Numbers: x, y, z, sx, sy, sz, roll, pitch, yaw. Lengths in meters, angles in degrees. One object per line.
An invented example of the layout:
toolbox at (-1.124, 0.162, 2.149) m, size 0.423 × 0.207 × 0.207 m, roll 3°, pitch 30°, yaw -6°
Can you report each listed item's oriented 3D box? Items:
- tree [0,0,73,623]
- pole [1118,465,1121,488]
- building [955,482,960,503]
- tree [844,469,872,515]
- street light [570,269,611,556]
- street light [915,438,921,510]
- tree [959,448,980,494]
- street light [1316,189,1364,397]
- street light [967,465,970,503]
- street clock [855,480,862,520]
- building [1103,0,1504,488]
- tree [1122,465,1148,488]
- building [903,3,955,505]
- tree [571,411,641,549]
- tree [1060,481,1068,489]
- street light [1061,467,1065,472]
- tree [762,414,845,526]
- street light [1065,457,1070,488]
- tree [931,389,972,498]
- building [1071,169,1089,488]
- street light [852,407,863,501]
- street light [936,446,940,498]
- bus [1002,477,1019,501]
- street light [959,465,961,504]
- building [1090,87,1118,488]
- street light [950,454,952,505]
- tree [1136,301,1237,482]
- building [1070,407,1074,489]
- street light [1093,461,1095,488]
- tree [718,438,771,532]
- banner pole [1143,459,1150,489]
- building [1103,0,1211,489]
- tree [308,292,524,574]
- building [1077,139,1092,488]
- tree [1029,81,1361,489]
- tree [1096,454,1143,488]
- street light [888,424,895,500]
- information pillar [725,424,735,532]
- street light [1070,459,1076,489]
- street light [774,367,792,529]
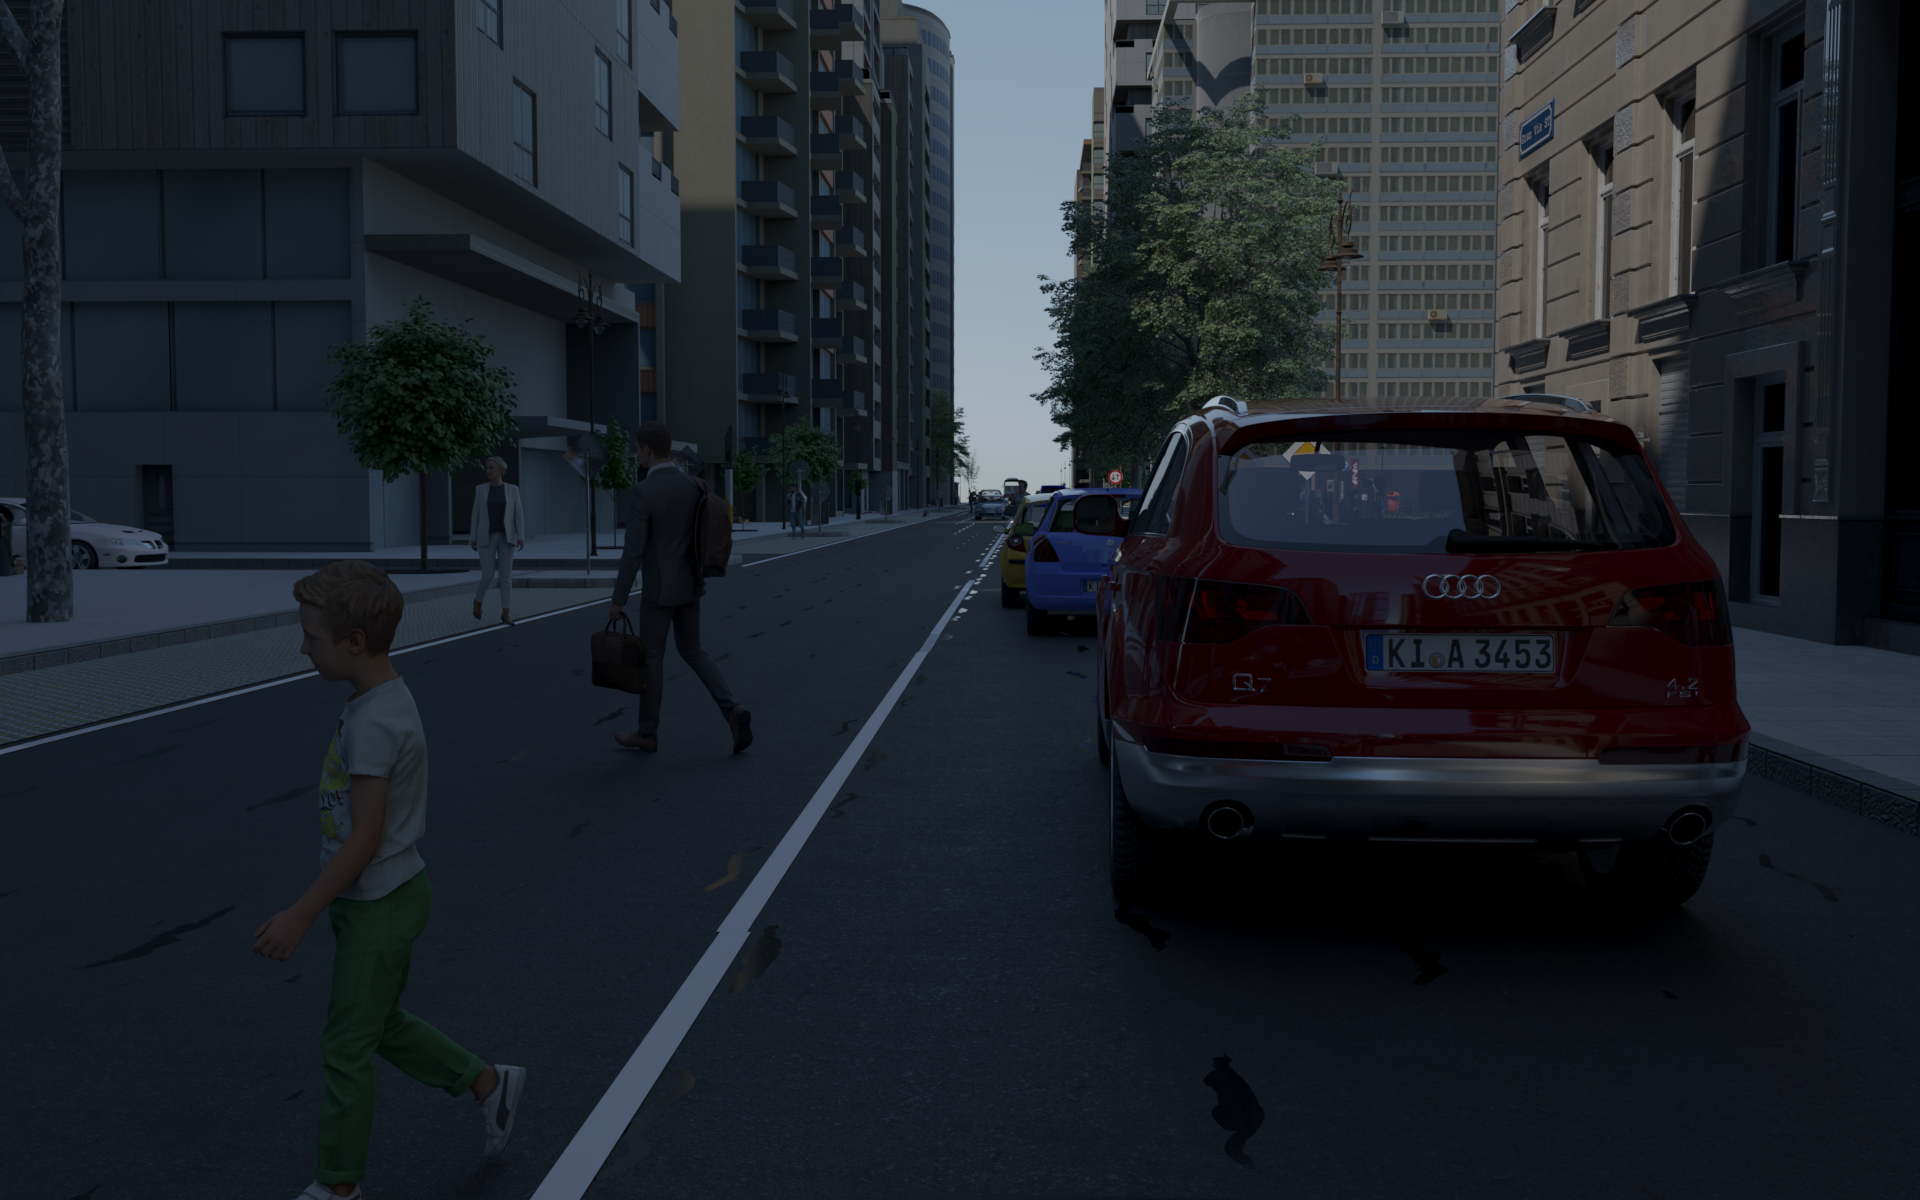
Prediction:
tree at (-10.189, -9.912, 17.954) m, size 12.611 × 20.169 × 13.585 m, roll 0°, pitch 3°, yaw 0°
pole at (9.852, -6.915, 106.897) m, size 0.158 × 3.312 × 0.155 m, roll 0°, pitch 3°, yaw 0°
building at (-16.413, -34.117, 249.700) m, size 32.217 × 40.220 × 23.993 m, roll 0°, pitch 4°, yaw 2°
tree at (-6.566, -6.980, 108.729) m, size 1.663 × 3.219 × 1.824 m, roll 0°, pitch 3°, yaw 0°
street light at (-7.601, -3.852, 35.776) m, size 0.468 × 5.910 × 1.993 m, roll 0°, pitch 4°, yaw 2°
street light at (-3.414, -10.219, 139.873) m, size 0.468 × 5.910 × 1.993 m, roll 0°, pitch 4°, yaw 2°
tree at (1.471, -19.379, 267.203) m, size 4.360 × 8.622 × 3.978 m, roll 0°, pitch 3°, yaw 0°
street light at (5.815, -3.294, 26.645) m, size 0.468 × 5.910 × 1.993 m, roll 0°, pitch 4°, yaw 2°
street light at (1.274, -16.964, 250.155) m, size 0.468 × 5.910 × 1.993 m, roll 0°, pitch 4°, yaw 2°
street clock at (-5.097, -5.032, 86.850) m, size 0.358 × 2.002 × 0.471 m, roll -1°, pitch 4°, yaw -17°
building at (27.145, -26.822, 130.423) m, size 32.217 × 40.220 × 23.993 m, roll 0°, pitch 4°, yaw 2°
tree at (9.796, -6.323, 97.979) m, size 1.663 × 3.219 × 1.824 m, roll 0°, pitch 3°, yaw 0°
building at (-11.789, -40.775, 208.676) m, size 21.231 × 58.520 × 28.212 m, roll 0°, pitch 4°, yaw 2°
tree at (-8.047, -2.821, 40.721) m, size 1.663 × 3.219 × 1.824 m, roll 0°, pitch 3°, yaw 0°
tree at (15.843, -16.594, 265.915) m, size 1.663 × 3.219 × 1.824 m, roll 0°, pitch 3°, yaw 0°
street light at (14.654, -16.440, 241.586) m, size 0.468 × 5.910 × 1.993 m, roll 0°, pitch 4°, yaw 2°
tree at (-6.372, -5.322, 70.729) m, size 4.285 × 4.588 × 4.351 m, roll 0°, pitch 3°, yaw 0°
street light at (13.555, -14.759, 214.090) m, size 0.468 × 5.910 × 1.993 m, roll 0°, pitch 4°, yaw 2°
tree at (-2.480, -16.448, 187.057) m, size 7.486 × 12.596 × 7.792 m, roll 0°, pitch 3°, yaw 0°
building at (22.345, -35.629, 232.640) m, size 14.600 × 45.320 × 14.200 m, roll 0°, pitch 4°, yaw 2°
street light at (-5.362, -7.199, 90.499) m, size 0.468 × 5.910 × 1.993 m, roll 0°, pitch 4°, yaw 2°
street light at (-2.167, -11.885, 167.109) m, size 0.468 × 5.910 × 1.993 m, roll 0°, pitch 4°, yaw 2°
bus at (7.869, -16.462, 260.692) m, size 2.896 × 3.916 × 12.252 m, roll 0°, pitch 4°, yaw 2°
street light at (0.030, -15.288, 222.747) m, size 0.468 × 5.910 × 1.993 m, roll 0°, pitch 4°, yaw 2°
building at (20.390, -30.200, 177.369) m, size 14.154 × 41.232 × 14.086 m, roll 0°, pitch 4°, yaw 2°
street light at (-1.044, -13.629, 195.614) m, size 0.468 × 5.910 × 1.993 m, roll 0°, pitch 4°, yaw 2°
tree at (8.317, -6.962, 64.188) m, size 4.360 × 8.622 × 3.978 m, roll 0°, pitch 3°, yaw 0°
building at (30.423, -25.047, 254.565) m, size 27.650 × 21.520 × 28.899 m, roll 0°, pitch 4°, yaw 2°
street light at (10.091, -9.647, 130.519) m, size 0.468 × 5.910 × 1.993 m, roll 0°, pitch 4°, yaw 2°
tree at (-7.546, -3.983, 59.723) m, size 1.663 × 3.219 × 1.824 m, roll 0°, pitch 3°, yaw 0°
banner pole at (11.703, -7.164, 107.141) m, size 0.863 × 3.779 × 0.401 m, roll 1°, pitch 4°, yaw 20°
building at (26.882, -34.653, 155.807) m, size 28.713 × 52.752 × 27.495 m, roll 0°, pitch 4°, yaw 2°
tree at (-8.890, -2.728, 28.311) m, size 4.285 × 4.588 × 4.351 m, roll 0°, pitch 3°, yaw 0°
building at (25.534, -33.985, 210.282) m, size 22.147 × 44.769 × 28.867 m, roll 0°, pitch 4°, yaw 2°
tree at (7.500, -8.993, 53.696) m, size 9.857 × 13.997 × 8.962 m, roll 0°, pitch 3°, yaw 0°
tree at (10.484, -7.784, 110.978) m, size 4.285 × 4.588 × 4.351 m, roll 0°, pitch 3°, yaw 0°
street light at (-4.484, -8.545, 112.497) m, size 0.468 × 5.910 × 1.993 m, roll 0°, pitch 4°, yaw 2°
information pillar at (-7.779, -4.096, 58.328) m, size 0.183 × 3.616 × 0.504 m, roll -2°, pitch 4°, yaw -28°
street light at (12.306, -13.017, 185.623) m, size 0.468 × 5.910 × 1.993 m, roll 0°, pitch 4°, yaw 2°
street light at (-6.409, -5.512, 62.904) m, size 0.468 × 5.910 × 1.993 m, roll 0°, pitch 4°, yaw 2°
